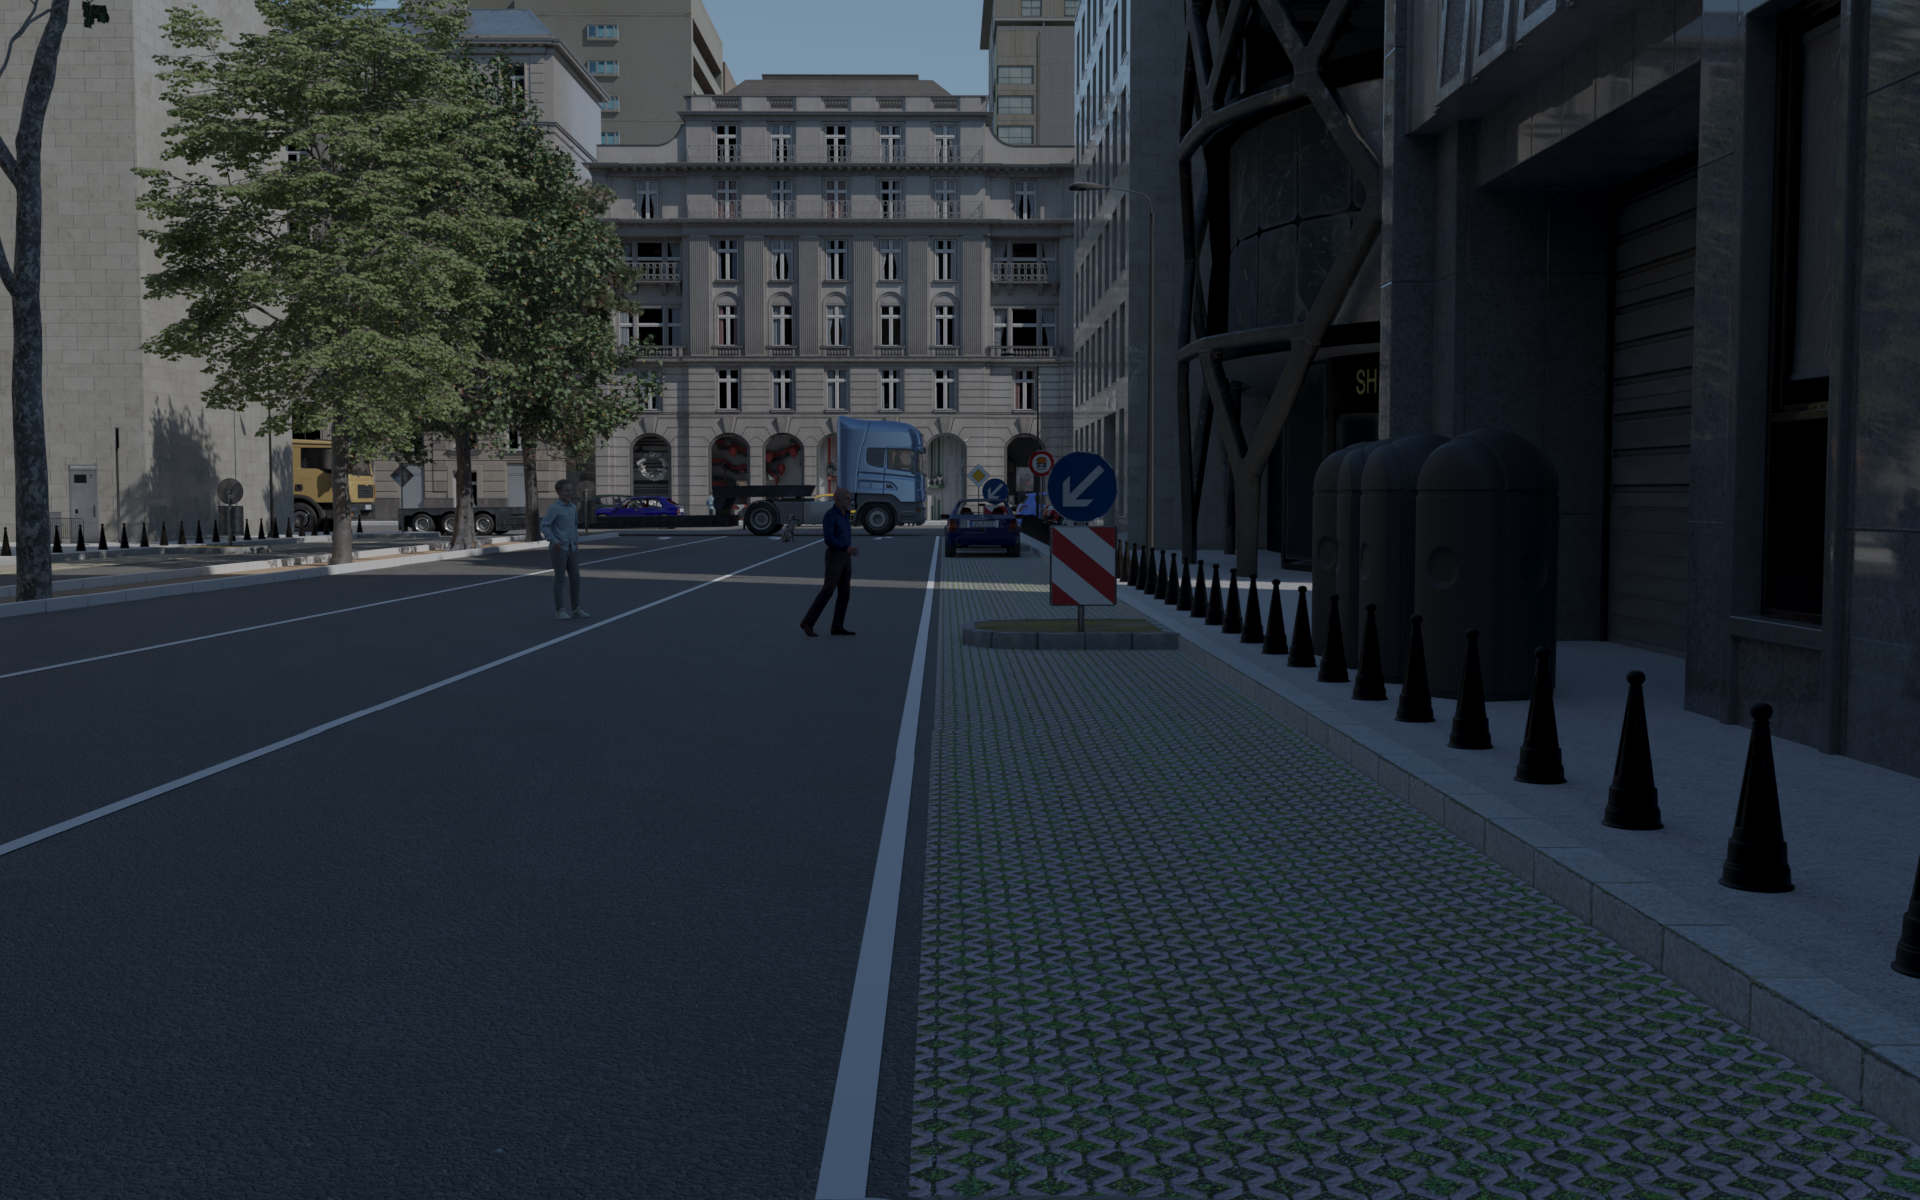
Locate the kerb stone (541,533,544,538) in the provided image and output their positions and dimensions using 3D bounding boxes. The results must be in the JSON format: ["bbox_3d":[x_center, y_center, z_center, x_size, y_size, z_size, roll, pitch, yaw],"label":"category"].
[{"bbox_3d":[-13.554,-2.028,55.413,0.120,0.150,1.000,0,4,-1],"label":"kerb stone"}]

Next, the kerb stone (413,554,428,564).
[{"bbox_3d":[-11.272,-0.836,35.866,0.120,0.150,1.000,0,4,-1],"label":"kerb stone"}]

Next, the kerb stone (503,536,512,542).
[{"bbox_3d":[-13.516,-1.780,51.297,0.120,0.150,1.000,0,4,-1],"label":"kerb stone"}]

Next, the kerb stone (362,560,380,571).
[{"bbox_3d":[-11.248,-0.648,32.784,0.120,0.150,1.000,0,4,-1],"label":"kerb stone"}]

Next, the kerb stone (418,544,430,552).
[{"bbox_3d":[-13.446,-1.270,43.067,0.120,0.150,1.000,0,4,-1],"label":"kerb stone"}]

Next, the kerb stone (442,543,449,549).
[{"bbox_3d":[-13.458,-1.401,45.120,0.120,0.150,1.000,0,4,-1],"label":"kerb stone"}]

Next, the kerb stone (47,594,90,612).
[{"bbox_3d":[-11.140,0.042,21.501,0.120,0.150,1.000,0,4,-1],"label":"kerb stone"}]

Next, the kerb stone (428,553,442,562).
[{"bbox_3d":[-11.283,-0.898,36.891,0.120,0.150,1.000,0,4,-1],"label":"kerb stone"}]

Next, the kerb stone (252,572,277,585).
[{"bbox_3d":[-11.202,-0.334,27.653,0.120,0.150,1.000,0,4,-1],"label":"kerb stone"}]

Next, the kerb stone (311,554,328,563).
[{"bbox_3d":[-13.383,-0.832,35.877,0.120,0.150,1.000,0,4,-1],"label":"kerb stone"}]

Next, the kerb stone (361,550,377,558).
[{"bbox_3d":[-13.396,-1.021,38.963,0.120,0.150,1.000,0,4,-1],"label":"kerb stone"}]

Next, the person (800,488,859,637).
[{"bbox_3d":[-1.223,-0.382,17.447,0.574,1.496,0.600,-3,5,-44],"label":"person"}]

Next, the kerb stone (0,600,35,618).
[{"bbox_3d":[-11.135,0.106,20.466,0.120,0.150,1.000,0,4,-1],"label":"kerb stone"}]

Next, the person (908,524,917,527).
[{"bbox_3d":[-1.999,-4.115,76.271,0.515,1.767,0.782,-1,4,-17],"label":"person"}]

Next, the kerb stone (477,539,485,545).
[{"bbox_3d":[-13.483,-1.591,48.206,0.120,0.150,1.000,0,4,-1],"label":"kerb stone"}]

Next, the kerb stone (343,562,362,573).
[{"bbox_3d":[-11.237,-0.585,31.759,0.120,0.150,1.000,0,4,-1],"label":"kerb stone"}]

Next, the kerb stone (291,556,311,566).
[{"bbox_3d":[-13.364,-0.774,34.852,0.120,0.150,1.000,0,4,-1],"label":"kerb stone"}]

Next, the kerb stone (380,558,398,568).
[{"bbox_3d":[-11.250,-0.709,33.811,0.120,0.150,1.000,0,4,-1],"label":"kerb stone"}]

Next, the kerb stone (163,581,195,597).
[{"bbox_3d":[-11.177,-0.146,24.578,0.120,0.150,1.000,0,4,-1],"label":"kerb stone"}]

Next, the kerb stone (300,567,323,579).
[{"bbox_3d":[-11.218,-0.460,29.709,0.120,0.150,1.000,0,4,-1],"label":"kerb stone"}]

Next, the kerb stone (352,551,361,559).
[{"bbox_3d":[-13.394,-0.962,37.931,0.120,0.150,1.000,0,4,-1],"label":"kerb stone"}]

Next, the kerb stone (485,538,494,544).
[{"bbox_3d":[-13.499,-1.653,49.237,0.120,0.150,1.000,0,4,-1],"label":"kerb stone"}]

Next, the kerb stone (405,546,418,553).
[{"bbox_3d":[-13.435,-1.214,42.042,0.120,0.150,1.000,0,4,-1],"label":"kerb stone"}]

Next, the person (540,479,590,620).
[{"bbox_3d":[-4.536,-0.584,19.858,0.330,1.601,0.589,3,5,39],"label":"person"}]

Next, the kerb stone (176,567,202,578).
[{"bbox_3d":[-13.320,-0.456,29.717,0.120,0.150,1.000,0,4,-1],"label":"kerb stone"}]

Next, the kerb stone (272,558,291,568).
[{"bbox_3d":[-13.357,-0.711,33.826,0.120,0.150,1.000,0,4,-1],"label":"kerb stone"}]

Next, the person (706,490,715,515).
[{"bbox_3d":[-10.703,-3.947,74.839,0.589,1.601,0.330,3,5,42],"label":"person"}]

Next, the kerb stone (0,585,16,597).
[{"bbox_3d":[-13.271,-0.145,24.578,0.120,0.150,1.000,0,4,-1],"label":"kerb stone"}]

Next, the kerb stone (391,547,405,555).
[{"bbox_3d":[-13.426,-1.151,41.017,0.120,0.150,1.000,0,4,-1],"label":"kerb stone"}]

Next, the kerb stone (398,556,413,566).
[{"bbox_3d":[-11.261,-0.773,34.836,0.120,0.150,1.000,0,4,-1],"label":"kerb stone"}]

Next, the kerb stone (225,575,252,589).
[{"bbox_3d":[-11.189,-0.271,26.629,0.120,0.150,1.000,0,4,-1],"label":"kerb stone"}]

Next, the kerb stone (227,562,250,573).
[{"bbox_3d":[-13.339,-0.586,31.777,0.120,0.150,1.000,0,4,-1],"label":"kerb stone"}]

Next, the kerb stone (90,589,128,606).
[{"bbox_3d":[-11.151,-0.015,22.527,0.120,0.150,1.000,0,4,-1],"label":"kerb stone"}]

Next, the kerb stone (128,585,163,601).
[{"bbox_3d":[-11.159,-0.083,23.551,0.120,0.150,1.000,0,4,-1],"label":"kerb stone"}]

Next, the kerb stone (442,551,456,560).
[{"bbox_3d":[-11.294,-0.960,37.916,0.120,0.150,1.000,0,4,-1],"label":"kerb stone"}]

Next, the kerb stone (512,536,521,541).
[{"bbox_3d":[-13.524,-1.843,52.329,0.120,0.150,1.000,0,4,-1],"label":"kerb stone"}]

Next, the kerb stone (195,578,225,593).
[{"bbox_3d":[-11.180,-0.208,25.603,0.120,0.150,1.000,0,4,-1],"label":"kerb stone"}]

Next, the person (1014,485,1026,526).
[{"bbox_3d":[2.777,-3.648,68.365,1.509,1.804,0.699,-1,4,-22],"label":"person"}]

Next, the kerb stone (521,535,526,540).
[{"bbox_3d":[-13.530,-1.906,53.354,0.120,0.150,1.000,0,4,-1],"label":"kerb stone"}]

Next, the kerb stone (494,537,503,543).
[{"bbox_3d":[-13.512,-1.717,50.267,0.120,0.150,1.000,0,4,-1],"label":"kerb stone"}]

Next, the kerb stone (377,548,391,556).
[{"bbox_3d":[-13.413,-1.088,39.988,0.120,0.150,1.000,0,4,-1],"label":"kerb stone"}]

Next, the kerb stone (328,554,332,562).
[{"bbox_3d":[-13.378,-0.900,36.904,0.120,0.150,1.000,0,4,-1],"label":"kerb stone"}]

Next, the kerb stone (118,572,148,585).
[{"bbox_3d":[-13.298,-0.334,27.659,0.120,0.150,1.000,0,4,-1],"label":"kerb stone"}]

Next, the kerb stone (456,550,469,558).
[{"bbox_3d":[-11.302,-1.024,38.945,0.120,0.150,1.000,0,4,-1],"label":"kerb stone"}]

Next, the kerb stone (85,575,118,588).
[{"bbox_3d":[-13.286,-0.271,26.627,0.120,0.150,1.000,0,4,-1],"label":"kerb stone"}]

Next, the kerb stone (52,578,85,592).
[{"bbox_3d":[-13.287,-0.206,25.603,0.120,0.150,1.000,0,4,-1],"label":"kerb stone"}]

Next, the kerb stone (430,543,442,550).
[{"bbox_3d":[-13.449,-1.339,44.095,0.120,0.150,1.000,0,4,-1],"label":"kerb stone"}]

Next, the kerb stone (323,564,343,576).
[{"bbox_3d":[-11.228,-0.522,30.734,0.120,0.150,1.000,0,4,-1],"label":"kerb stone"}]

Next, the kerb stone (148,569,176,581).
[{"bbox_3d":[-13.303,-0.395,28.684,0.120,0.150,1.000,0,4,-1],"label":"kerb stone"}]

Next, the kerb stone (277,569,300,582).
[{"bbox_3d":[-11.211,-0.394,28.678,0.120,0.150,1.000,0,4,-1],"label":"kerb stone"}]

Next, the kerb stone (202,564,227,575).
[{"bbox_3d":[-13.325,-0.522,30.745,0.120,0.150,1.000,0,4,-1],"label":"kerb stone"}]

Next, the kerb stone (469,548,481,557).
[{"bbox_3d":[-11.310,-1.087,39.972,0.120,0.150,1.000,0,4,-1],"label":"kerb stone"}]

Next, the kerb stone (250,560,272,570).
[{"bbox_3d":[-13.341,-0.649,32.802,0.120,0.150,1.000,0,4,-1],"label":"kerb stone"}]
